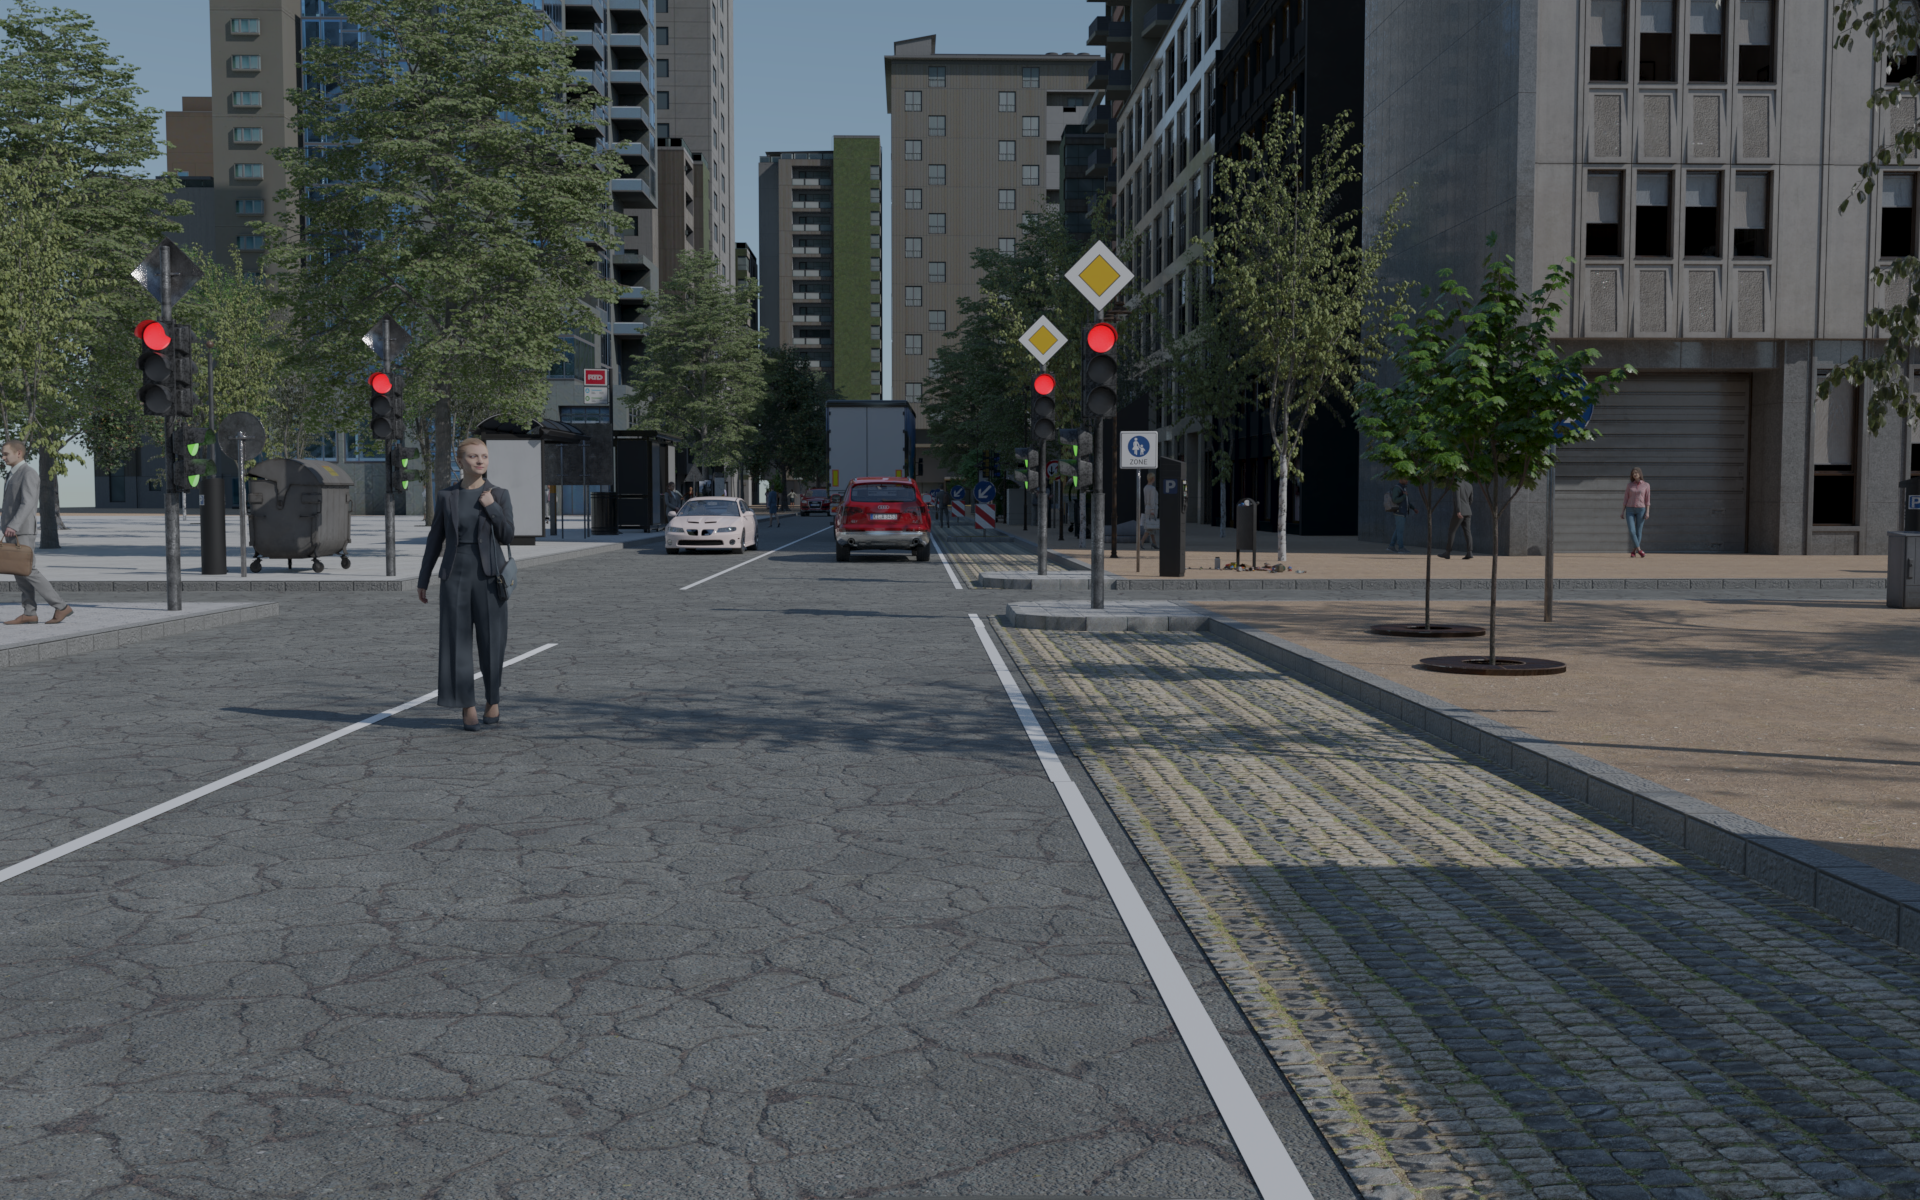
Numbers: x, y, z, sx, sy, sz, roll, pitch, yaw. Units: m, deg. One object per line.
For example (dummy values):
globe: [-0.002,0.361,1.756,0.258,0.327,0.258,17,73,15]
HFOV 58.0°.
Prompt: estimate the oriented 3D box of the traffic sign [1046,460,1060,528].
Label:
traffic sign: [3.534,-3.953,64.736,0.768,2.556,0.104,0,4,-1]

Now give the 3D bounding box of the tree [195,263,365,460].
tree: [-21.493,-6.473,56.193,4.360,8.622,3.978,0,3,0]

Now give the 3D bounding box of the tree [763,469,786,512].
tree: [-12.714,-7.741,121.163,1.663,3.219,1.824,0,3,0]

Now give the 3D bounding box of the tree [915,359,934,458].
tree: [0.849,-12.004,114.384,7.486,12.596,7.792,0,3,0]

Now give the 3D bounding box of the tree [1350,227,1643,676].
tree: [3.899,-1.110,12.752,1.663,3.219,1.824,0,3,0]

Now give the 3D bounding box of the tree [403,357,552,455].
tree: [-27.010,-9.821,94.987,8.767,10.594,7.601,-3,4,-36]

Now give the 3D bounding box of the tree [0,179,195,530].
tree: [-32.385,-8.849,61.697,9.611,12.733,9.660,0,3,0]

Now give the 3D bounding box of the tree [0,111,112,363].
tree: [-17.199,-4.941,31.151,4.737,8.622,4.395,0,3,0]

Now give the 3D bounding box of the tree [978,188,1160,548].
tree: [2.693,-5.554,41.166,4.737,8.622,4.395,0,3,0]

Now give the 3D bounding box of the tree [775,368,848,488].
tree: [-14.150,-16.340,173.813,9.857,13.997,8.962,0,3,0]

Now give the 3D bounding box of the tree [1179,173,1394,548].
tree: [7.865,-5.526,40.714,4.360,8.622,3.978,0,3,0]

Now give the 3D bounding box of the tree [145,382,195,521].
tree: [-37.319,-8.111,82.971,4.360,8.622,3.978,0,3,0]

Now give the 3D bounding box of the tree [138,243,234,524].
tree: [-32.259,-9.023,73.276,9.928,11.665,9.643,0,3,0]

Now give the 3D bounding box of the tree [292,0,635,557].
tree: [-10.135,-7.157,35.148,7.486,12.596,7.792,0,3,0]

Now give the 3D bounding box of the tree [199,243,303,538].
tree: [-21.026,-6.100,50.095,4.737,8.622,4.395,0,3,0]

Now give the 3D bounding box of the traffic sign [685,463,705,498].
traffic sign: [-11.170,-4.458,72.895,0.884,2.594,0.081,0,4,6]

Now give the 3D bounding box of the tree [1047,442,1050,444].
tree: [6.335,-9.164,100.187,4.360,8.622,3.978,0,3,0]

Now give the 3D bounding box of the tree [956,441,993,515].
tree: [1.272,-7.485,106.101,4.285,4.588,4.351,0,3,0]

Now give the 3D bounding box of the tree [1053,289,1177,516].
tree: [5.704,-6.781,61.226,4.360,8.622,3.978,0,3,0]

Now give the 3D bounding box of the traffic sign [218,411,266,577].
traffic sign: [-11.054,-1.624,26.658,0.768,2.556,0.104,0,4,6]

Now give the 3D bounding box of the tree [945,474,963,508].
tree: [-0.750,-10.424,165.027,1.663,3.219,1.824,0,3,0]

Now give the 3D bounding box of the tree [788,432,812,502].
tree: [-14.592,-12.640,157.033,4.737,8.622,4.395,0,3,0]

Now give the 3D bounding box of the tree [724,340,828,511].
tree: [-13.283,-13.003,129.608,9.611,12.733,9.660,0,3,0]

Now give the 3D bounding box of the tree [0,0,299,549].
tree: [-21.056,-7.466,40.192,7.486,12.596,7.792,0,3,0]

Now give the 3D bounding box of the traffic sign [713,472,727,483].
traffic sign: [-12.476,-5.497,89.983,0.768,2.556,0.104,0,4,7]

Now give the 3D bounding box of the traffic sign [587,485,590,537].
traffic sign: [-11.046,-3.139,51.425,0.768,2.556,0.104,0,4,3]

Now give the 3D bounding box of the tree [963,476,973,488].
tree: [1.319,-6.383,98.958,1.663,3.219,1.824,0,3,0]

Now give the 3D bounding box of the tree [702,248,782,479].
tree: [-12.085,-9.956,80.915,7.486,12.596,7.792,0,3,0]

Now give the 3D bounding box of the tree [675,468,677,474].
tree: [-11.362,-4.249,64.070,1.663,3.219,1.824,0,3,0]

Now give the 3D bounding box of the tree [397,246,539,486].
tree: [-14.992,-6.209,51.884,4.360,8.622,3.978,0,3,0]

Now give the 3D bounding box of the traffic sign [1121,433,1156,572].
traffic sign: [2.919,-1.603,28.342,0.606,2.300,0.079,0,4,6]

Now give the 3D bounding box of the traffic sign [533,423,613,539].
traffic sign: [-11.103,-3.414,49.699,2.265,3.308,0.079,0,4,1]

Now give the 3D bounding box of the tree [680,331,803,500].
tree: [-12.317,-9.864,95.689,8.767,10.594,7.601,3,5,40]

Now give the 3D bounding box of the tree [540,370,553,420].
tree: [-15.751,-6.571,57.798,4.360,8.622,3.978,0,3,0]

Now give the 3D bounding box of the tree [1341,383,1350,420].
tree: [4.266,-1.308,15.994,1.663,3.219,1.824,0,3,0]

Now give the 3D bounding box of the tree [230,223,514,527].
tree: [-21.103,-8.703,68.049,9.928,11.665,9.643,0,3,0]

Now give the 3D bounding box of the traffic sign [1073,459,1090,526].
traffic sign: [4.094,-3.596,58.895,0.768,2.556,0.104,0,4,5]

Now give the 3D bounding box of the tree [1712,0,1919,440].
tree: [5.103,-3.519,7.905,4.360,8.622,3.978,0,3,0]

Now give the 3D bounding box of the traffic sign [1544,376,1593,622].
traffic sign: [5.898,-1.051,17.291,0.768,2.556,0.104,0,4,7]

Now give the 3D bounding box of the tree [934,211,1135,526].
tree: [3.165,-9.246,69.303,7.486,12.596,7.792,0,3,0]

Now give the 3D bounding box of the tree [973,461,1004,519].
tree: [2.053,-5.870,90.569,1.663,3.219,1.824,0,3,0]
